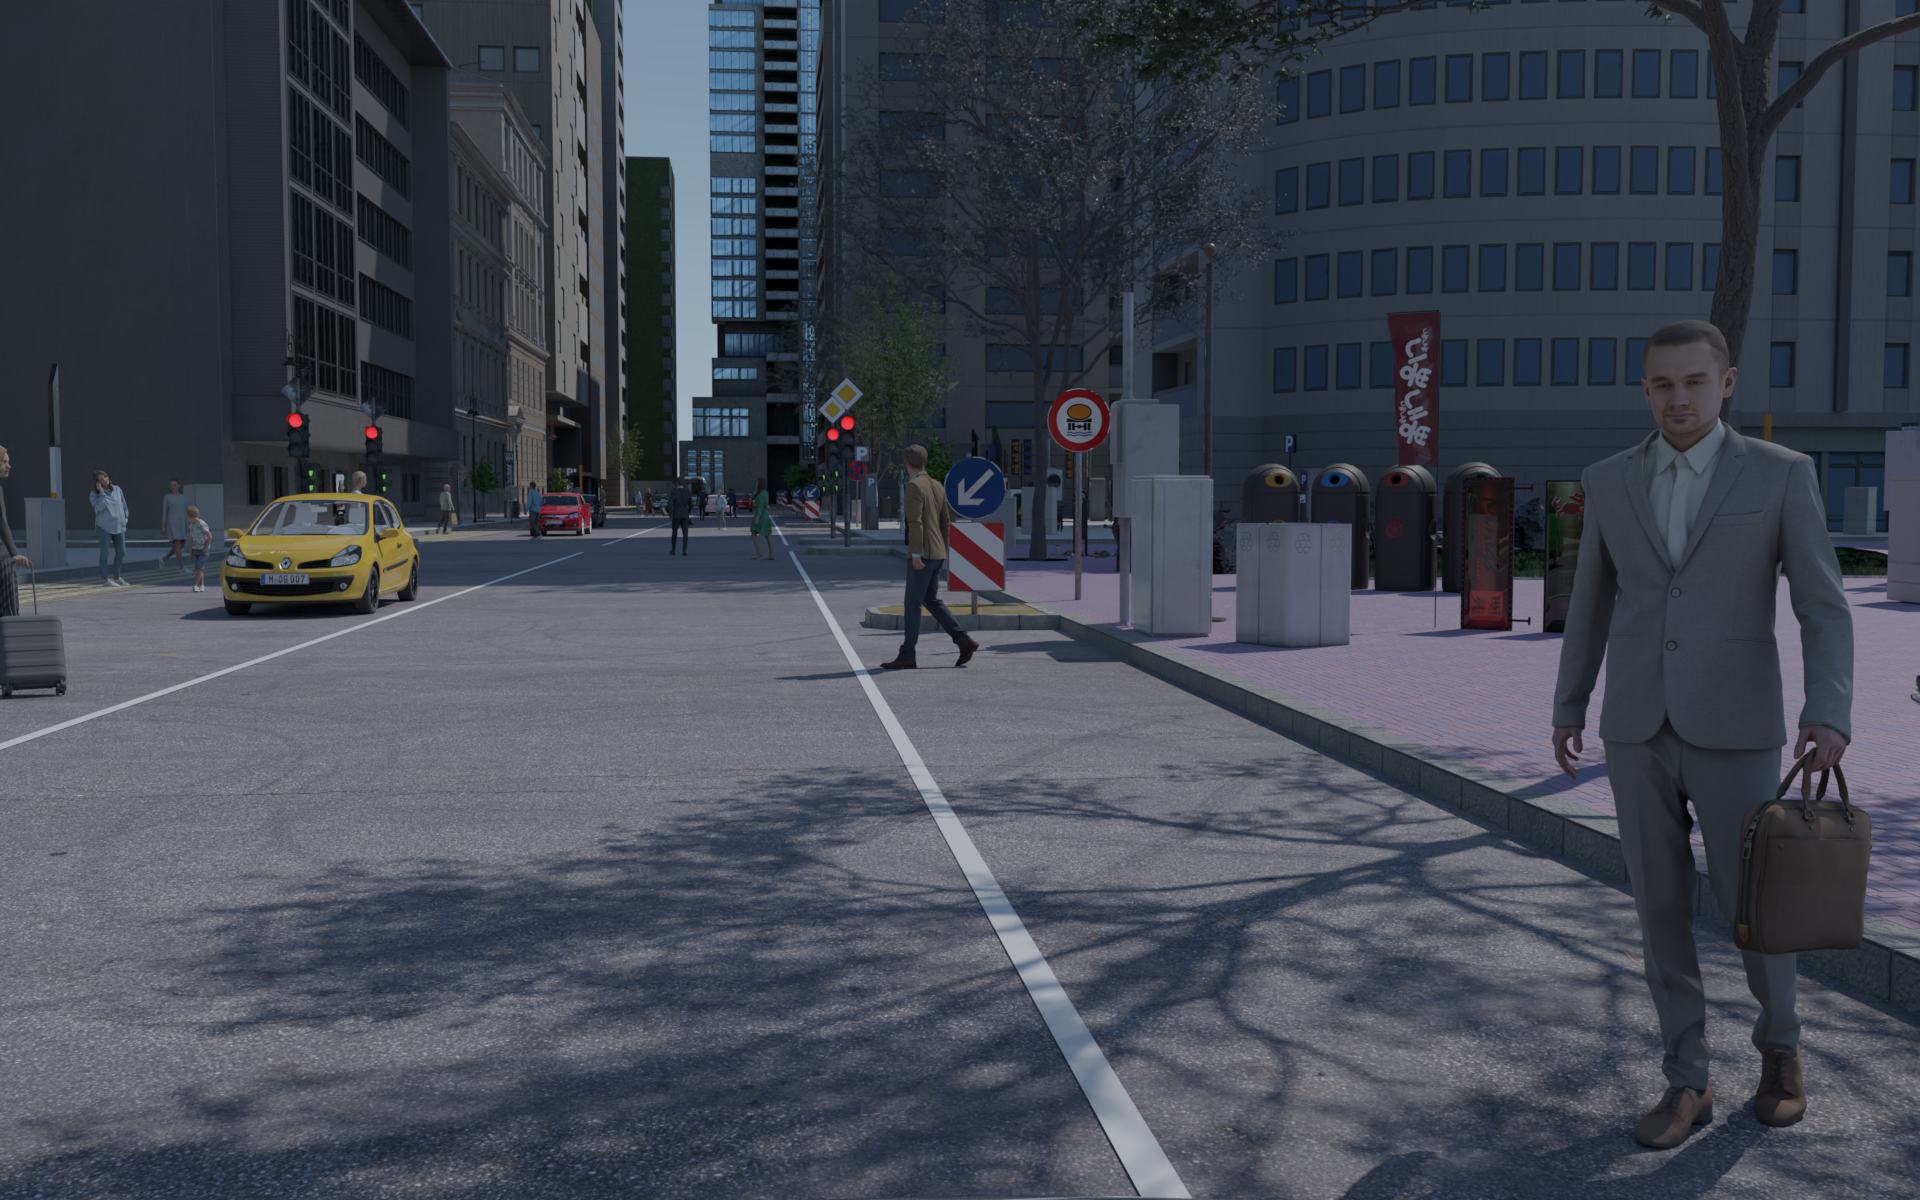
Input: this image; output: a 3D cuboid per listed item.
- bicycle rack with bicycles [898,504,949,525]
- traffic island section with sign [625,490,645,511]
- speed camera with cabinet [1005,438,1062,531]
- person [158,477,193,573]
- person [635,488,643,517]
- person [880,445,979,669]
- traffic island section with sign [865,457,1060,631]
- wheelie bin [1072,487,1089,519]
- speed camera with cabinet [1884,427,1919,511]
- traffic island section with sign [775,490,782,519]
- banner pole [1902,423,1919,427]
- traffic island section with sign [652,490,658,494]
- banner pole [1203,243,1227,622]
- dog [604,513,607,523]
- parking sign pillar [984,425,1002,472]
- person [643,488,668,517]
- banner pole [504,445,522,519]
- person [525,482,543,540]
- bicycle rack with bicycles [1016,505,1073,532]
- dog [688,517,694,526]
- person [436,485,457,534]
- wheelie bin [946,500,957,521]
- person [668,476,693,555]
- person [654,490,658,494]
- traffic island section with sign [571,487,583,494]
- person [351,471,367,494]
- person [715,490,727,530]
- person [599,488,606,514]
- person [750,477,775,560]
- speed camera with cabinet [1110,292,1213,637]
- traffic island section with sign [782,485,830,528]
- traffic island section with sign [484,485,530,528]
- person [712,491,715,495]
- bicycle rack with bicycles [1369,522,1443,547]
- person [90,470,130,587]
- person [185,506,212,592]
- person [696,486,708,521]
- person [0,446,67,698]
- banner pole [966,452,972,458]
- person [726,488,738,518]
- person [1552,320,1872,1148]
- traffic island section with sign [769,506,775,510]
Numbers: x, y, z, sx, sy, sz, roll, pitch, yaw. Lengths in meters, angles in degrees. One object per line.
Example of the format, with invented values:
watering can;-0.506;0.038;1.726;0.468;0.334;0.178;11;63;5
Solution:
bicycle rack with bicycles;-1.446;-3.682;73.582;2.852;0.926;2.925;1;4;9
traffic island section with sign;-27.871;-8.617;149.516;1.989;1.847;2.006;0;4;-7
speed camera with cabinet;2.584;-4.093;61.256;2.038;3.252;0.660;-1;4;-21
person;-14.246;-1.354;31.385;0.760;1.731;0.466;1;4;11
person;-20.079;-6.090;108.329;0.793;1.790;0.793;2;4;31
person;-0.260;-0.361;14.307;0.836;1.842;0.656;-1;4;-8
traffic island section with sign;-0.031;-0.641;19.105;1.989;1.847;2.006;0;4;-7
wheelie bin;5.765;-4.579;82.769;0.693;1.594;0.980;-1;4;-19
speed camera with cabinet;13.586;-1.845;24.509;0.660;3.252;2.038;3;4;39
traffic island section with sign;-9.642;-5.655;101.092;1.989;1.847;2.006;0;4;-7
banner pole;29.406;-3.874;53.359;0.863;3.779;0.401;3;5;41
traffic island section with sign;-31.006;-10.255;176.289;1.989;1.847;2.006;0;4;-7
banner pole;2.513;-1.689;17.628;0.401;3.779;0.863;0;4;4
dog;-17.492;-4.010;84.856;0.540;0.507;0.406;0;4;4
parking sign pillar;1.294;-4.801;66.976;1.447;3.967;1.447;-1;4;-10
person;-19.412;-6.196;110.020;1.509;1.804;0.699;1;4;14
banner pole;-22.880;-6.032;88.633;0.863;3.779;0.401;-1;4;-21
person;-13.271;-2.790;54.135;0.620;1.820;0.660;1;4;18
bicycle rack with bicycles;2.744;-2.752;58.370;2.852;0.926;2.925;-1;4;-12
dog;-12.341;-3.581;78.742;0.550;0.427;0.748;1;4;20
person;-18.241;-3.213;61.514;0.782;1.767;0.515;3;4;38
wheelie bin;-0.497;-4.463;80.876;0.693;1.594;0.980;-2;4;-24
person;-6.582;-1.973;40.536;0.659;1.850;0.755;-2;4;-25
person;-29.268;-9.677;166.659;1.348;1.831;0.705;1;4;21
traffic island section with sign;-22.046;-5.580;99.860;1.989;1.847;2.006;0;4;-7
person;-9.335;-1.100;26.838;0.624;1.780;0.694;-1;4;-9
person;-9.542;-3.579;68.834;0.589;1.601;0.330;3;5;40
person;-23.803;-6.541;115.250;0.447;1.846;0.655;-1;4;-12
person;-4.278;-1.758;37.483;0.529;1.795;0.600;0;4;-4
speed camera with cabinet;1.900;-1.351;16.427;0.660;3.252;2.038;0;4;-5
traffic island section with sign;-6.491;-4.018;74.321;1.989;1.847;2.006;0;4;-7
traffic island section with sign;-18.874;-3.930;72.884;1.989;1.847;2.006;0;4;-7
person;-27.369;-11.263;192.607;0.705;1.831;1.348;-1;4;-10
bicycle rack with bicycles;8.527;-1.119;31.675;2.925;0.926;2.852;0;4;-1
person;-13.067;-1.092;26.618;0.793;1.790;0.793;0;4;-4
person;-11.150;-0.745;25.368;0.352;1.250;0.332;-2;4;-27
person;-13.890;-5.203;93.350;0.659;1.850;0.755;0;4;-7
person;-7.037;-0.242;12.673;0.699;1.804;1.509;-2;4;-34
banner pole;0.556;-6.124;90.148;0.401;3.779;0.863;3;5;39
person;-13.620;-5.797;103.459;0.721;1.800;0.419;0;4;-3
person;1.640;0.293;3.836;0.709;1.813;0.853;2;4;35
traffic island section with sign;-15.509;-8.721;151.208;1.989;1.847;2.006;0;4;-7
